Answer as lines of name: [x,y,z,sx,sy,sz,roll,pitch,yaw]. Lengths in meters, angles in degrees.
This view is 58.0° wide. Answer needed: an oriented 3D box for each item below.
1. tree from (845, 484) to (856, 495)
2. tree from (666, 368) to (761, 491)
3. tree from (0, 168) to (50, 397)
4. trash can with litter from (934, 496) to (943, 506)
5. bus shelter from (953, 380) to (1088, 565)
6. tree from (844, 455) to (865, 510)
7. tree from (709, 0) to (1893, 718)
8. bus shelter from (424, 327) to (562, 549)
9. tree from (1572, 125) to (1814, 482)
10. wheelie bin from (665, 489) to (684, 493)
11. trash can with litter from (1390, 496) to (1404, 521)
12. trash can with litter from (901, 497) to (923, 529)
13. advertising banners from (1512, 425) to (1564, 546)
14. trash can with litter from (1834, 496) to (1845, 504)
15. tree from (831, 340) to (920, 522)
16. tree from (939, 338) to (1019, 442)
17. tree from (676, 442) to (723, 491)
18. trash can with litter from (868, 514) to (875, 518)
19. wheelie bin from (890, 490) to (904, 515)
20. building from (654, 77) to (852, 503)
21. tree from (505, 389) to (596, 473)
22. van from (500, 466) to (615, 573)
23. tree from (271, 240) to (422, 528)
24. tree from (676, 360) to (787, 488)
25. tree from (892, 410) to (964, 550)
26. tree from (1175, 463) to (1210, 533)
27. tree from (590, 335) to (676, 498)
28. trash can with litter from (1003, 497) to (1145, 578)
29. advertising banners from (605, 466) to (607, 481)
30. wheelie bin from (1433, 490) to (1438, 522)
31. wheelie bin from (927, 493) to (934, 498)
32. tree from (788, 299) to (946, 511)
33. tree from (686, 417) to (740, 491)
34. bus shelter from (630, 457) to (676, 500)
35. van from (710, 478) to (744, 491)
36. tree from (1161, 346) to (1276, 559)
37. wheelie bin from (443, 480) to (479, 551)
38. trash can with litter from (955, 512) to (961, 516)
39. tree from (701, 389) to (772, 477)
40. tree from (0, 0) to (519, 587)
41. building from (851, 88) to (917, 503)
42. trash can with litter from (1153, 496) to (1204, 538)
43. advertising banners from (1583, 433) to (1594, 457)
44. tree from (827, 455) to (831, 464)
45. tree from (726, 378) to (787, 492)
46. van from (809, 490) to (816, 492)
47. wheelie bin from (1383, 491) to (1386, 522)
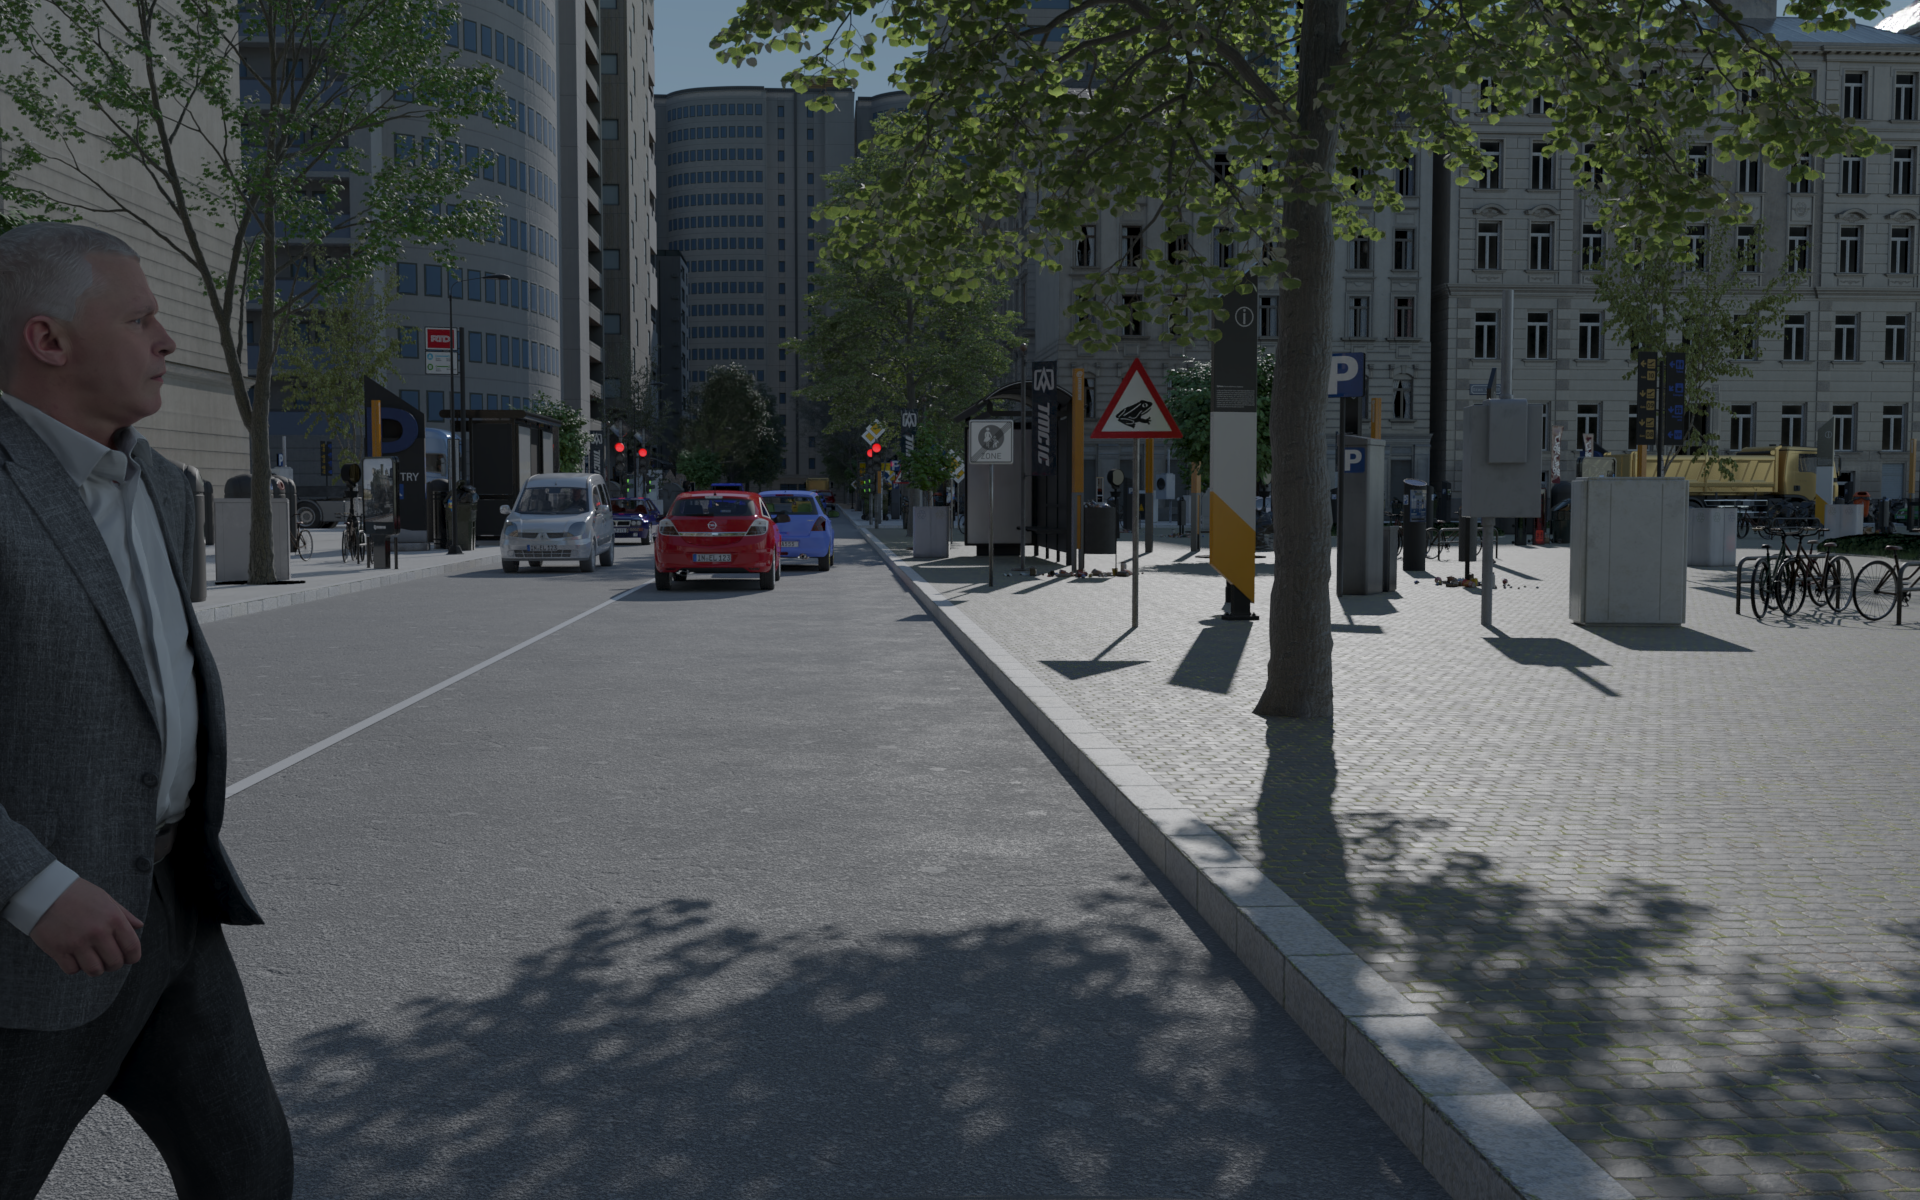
tree: [-13.554,-13.416,213.948,1.663,3.219,1.824,0,3,0]
tree: [-18.109,-11.804,127.409,7.601,10.594,8.767,-1,4,-9]
tree: [-9.147,-1.884,14.520,4.285,4.588,4.351,0,3,0]
trash can with litter: [-0.978,-5.000,93.137,0.624,1.170,1.055,-1,4,-23]
bus shelter: [1.062,-2.417,33.445,2.014,3.302,5.546,0,4,-4]
tree: [-7.877,-9.621,141.023,4.285,4.588,4.351,0,3,0]
tree: [2.387,-5.611,9.867,7.486,12.596,7.792,0,3,0]
bus shelter: [-11.948,-4.081,44.357,2.179,5.291,8.768,0,4,-5]
tree: [14.185,-5.137,34.351,4.737,8.622,4.395,0,3,0]
wheelie bin: [-15.000,-4.986,89.427,0.980,1.594,0.693,-3,5,-43]
trash can with litter: [20.592,-4.233,80.602,1.055,1.170,0.624,0,4,5]
trash can with litter: [-1.614,-3.159,63.044,1.055,1.170,0.624,0,4,-1]
advertising banners: [14.579,-2.901,43.620,2.074,3.025,0.090,-3,4,-37]
trash can with litter: [64.221,-6.925,124.284,2.233,1.210,1.678,-1,4,-17]
tree: [-3.665,-7.929,80.003,4.360,8.622,3.978,0,3,0]
tree: [0.972,-7.863,78.915,4.360,8.622,3.978,0,3,0]
tree: [-16.607,-7.754,110.497,4.285,4.588,4.351,0,3,0]
trash can with litter: [-4.780,-5.022,93.494,0.624,1.170,1.055,-1,4,-19]
wheelie bin: [-3.817,-5.879,104.036,0.980,1.594,0.693,3,5,42]
building: [-29.220,-43.143,247.391,28.212,58.520,21.231,0,4,-4]
tree: [-13.084,-4.329,54.493,4.285,4.588,4.351,0,3,0]
van: [-7.623,-1.589,32.988,2.013,2.044,4.112,0,4,-4]
tree: [-17.353,-6.022,48.829,4.737,8.622,4.395,0,3,0]
tree: [-19.609,-14.117,147.821,9.611,12.733,9.660,0,3,0]
tree: [-0.834,-2.777,40.000,1.663,3.219,1.824,0,3,0]
tree: [7.903,-3.859,57.701,1.663,3.219,1.824,0,3,0]
tree: [-14.851,-7.914,79.748,4.360,8.622,3.978,0,3,0]
trash can with litter: [1.803,-0.986,27.173,2.233,1.210,1.678,0,4,3]
advertising banners: [-22.095,-6.817,107.642,0.090,3.025,2.074,-1,4,-20]
wheelie bin: [20.335,-4.120,75.263,0.693,1.594,0.980,-2,4,-26]
wheelie bin: [-2.164,-7.463,129.925,0.693,1.594,0.980,1,4,20]
tree: [-5.344,-11.891,104.795,12.009,13.543,11.850,0,3,0]
tree: [-19.608,-11.477,138.010,4.737,8.622,4.395,0,3,0]
bus shelter: [-17.313,-6.361,97.933,2.014,3.302,5.546,0,4,-4]
van: [-12.828,-5.565,95.377,2.240,2.365,5.245,0,4,-6]
tree: [5.550,-3.130,34.897,4.285,4.588,4.351,0,3,0]
wheelie bin: [-11.326,-1.925,39.378,0.693,1.594,0.980,0,4,-4]
trash can with litter: [-1.003,-5.540,101.635,2.233,1.210,1.678,0,4,2]
tree: [-22.005,-14.777,167.357,9.928,11.665,9.643,0,3,0]
tree: [-10.008,-6.017,24.132,9.928,11.665,9.643,0,3,0]
building: [-0.842,-43.231,248.823,28.212,58.520,21.231,0,4,-4]
trash can with litter: [6.429,-2.477,51.562,1.678,1.210,2.233,1,4,17]
advertising banners: [18.762,-3.325,50.549,2.074,3.025,0.090,-3,4,-36]
tree: [-12.802,-15.052,196.455,4.360,8.622,3.978,0,3,0]
tree: [-23.635,-17.428,191.600,9.857,13.997,8.962,0,3,0]
van: [-14.148,-9.943,169.584,2.013,2.044,4.112,0,4,-5]
wheelie bin: [17.743,-4.042,73.988,0.693,1.594,0.980,-3,5,-42]
